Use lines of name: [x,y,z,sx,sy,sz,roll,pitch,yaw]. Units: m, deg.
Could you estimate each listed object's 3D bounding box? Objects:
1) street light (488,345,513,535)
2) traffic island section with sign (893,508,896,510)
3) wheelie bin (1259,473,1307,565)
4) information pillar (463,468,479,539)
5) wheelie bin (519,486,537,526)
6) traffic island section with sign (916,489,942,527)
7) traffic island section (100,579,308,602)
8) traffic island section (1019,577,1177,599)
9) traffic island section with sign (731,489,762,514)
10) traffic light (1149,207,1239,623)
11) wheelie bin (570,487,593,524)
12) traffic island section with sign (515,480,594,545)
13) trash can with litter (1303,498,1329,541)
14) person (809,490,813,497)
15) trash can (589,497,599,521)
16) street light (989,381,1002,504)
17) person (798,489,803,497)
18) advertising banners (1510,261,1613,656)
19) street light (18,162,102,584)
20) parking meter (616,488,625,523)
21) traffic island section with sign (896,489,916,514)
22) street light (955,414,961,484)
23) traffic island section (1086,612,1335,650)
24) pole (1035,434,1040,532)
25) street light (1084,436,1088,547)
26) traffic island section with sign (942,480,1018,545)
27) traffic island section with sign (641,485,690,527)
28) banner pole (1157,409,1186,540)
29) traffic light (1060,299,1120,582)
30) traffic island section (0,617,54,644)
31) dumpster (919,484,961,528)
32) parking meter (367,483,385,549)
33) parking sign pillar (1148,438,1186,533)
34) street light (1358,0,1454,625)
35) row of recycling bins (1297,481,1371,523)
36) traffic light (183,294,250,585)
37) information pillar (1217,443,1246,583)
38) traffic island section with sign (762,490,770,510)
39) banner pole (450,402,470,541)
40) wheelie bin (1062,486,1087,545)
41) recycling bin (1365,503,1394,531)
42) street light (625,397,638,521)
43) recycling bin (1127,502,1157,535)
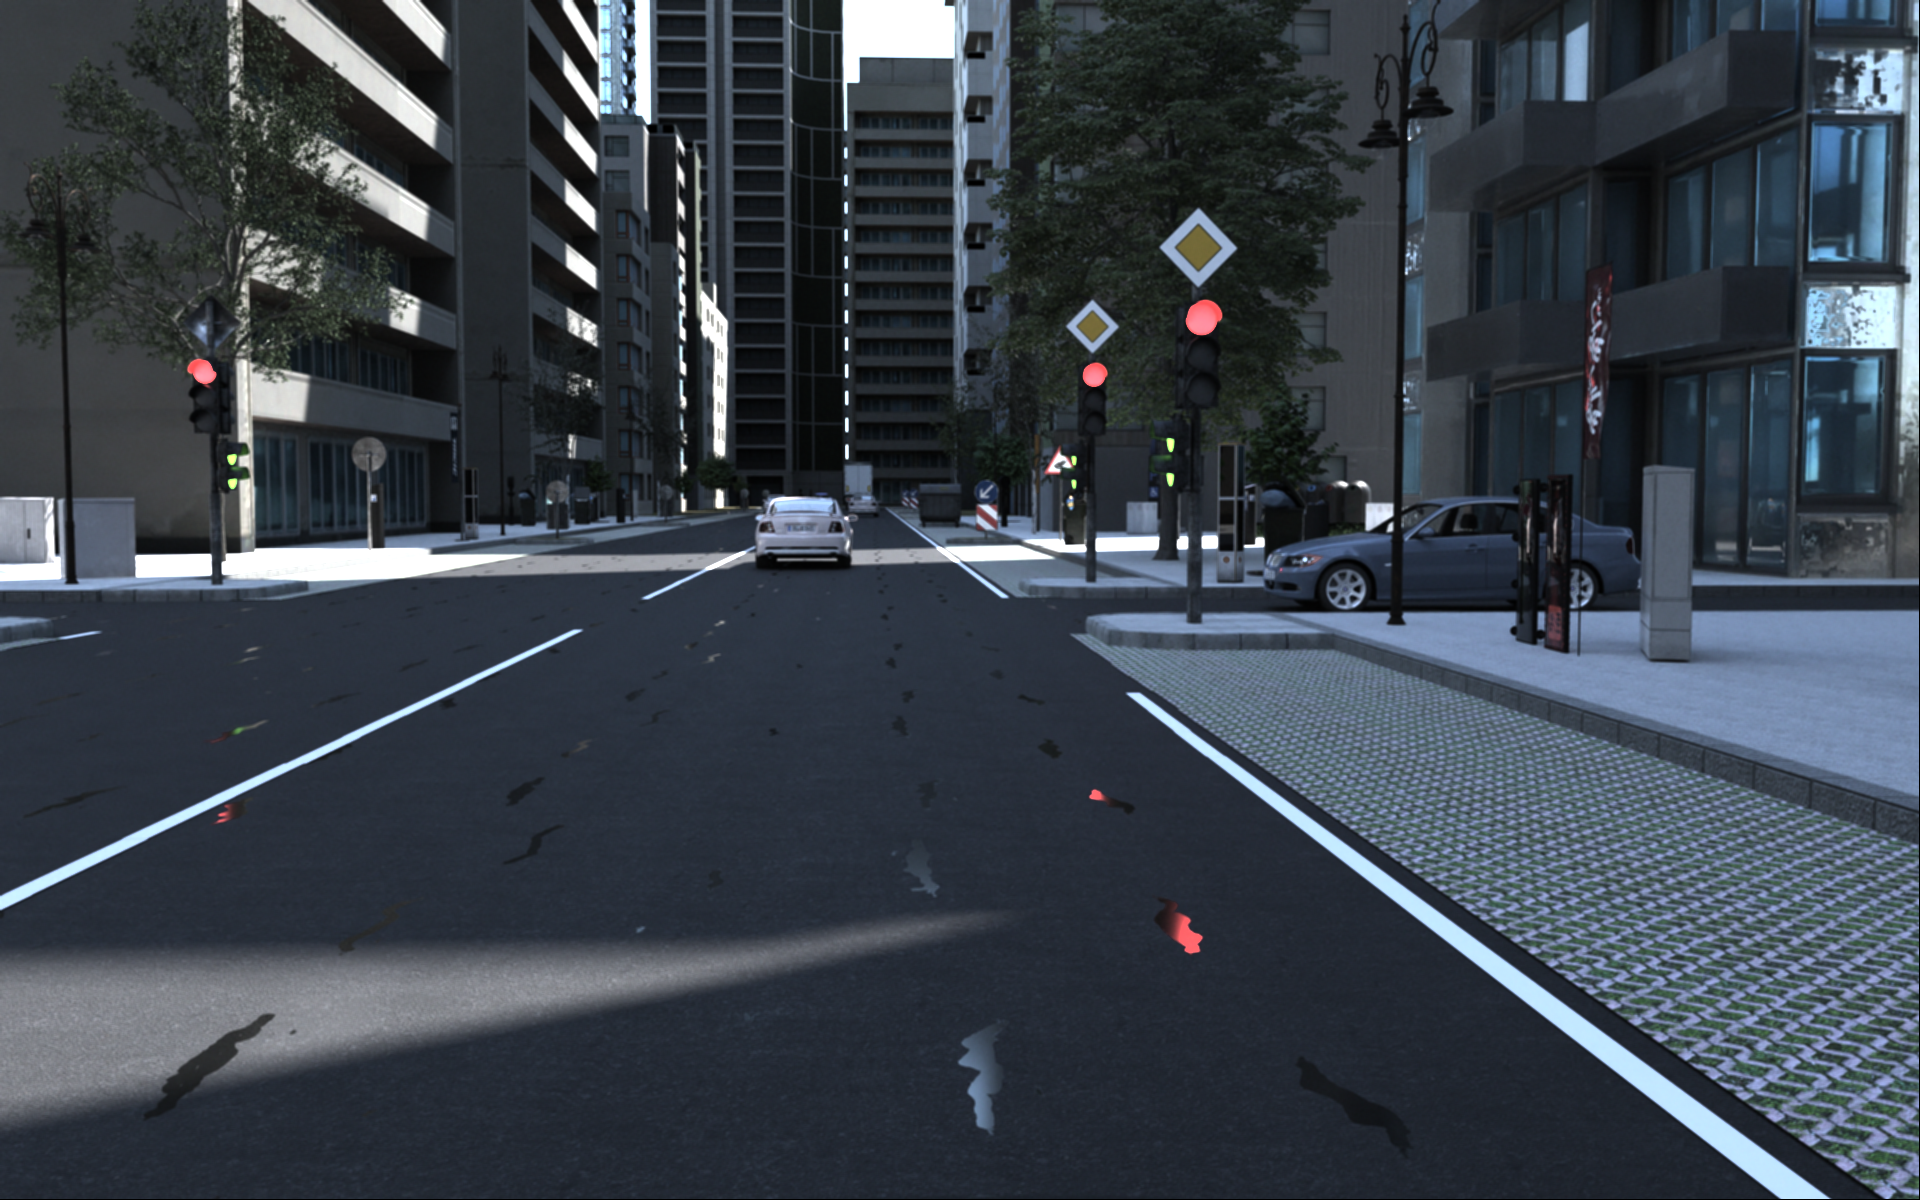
street light: [-14.223,-4.949,53.709,0.468,5.910,1.993,0,4,-3]
traffic island section with sign: [-4.955,-8.885,153.898,1.989,1.847,2.006,0,4,-3]
wheelie bin: [4.823,-1.099,25.873,0.693,1.594,0.980,1,4,13]
information pillar: [-13.836,-2.722,49.001,0.304,2.012,0.304,0,4,7]
wheelie bin: [-17.352,-3.769,69.534,0.693,1.594,0.980,-1,4,-12]
traffic island section with sign: [-0.829,-4.170,76.815,1.989,1.847,2.006,0,4,-3]
traffic island section: [-10.547,-0.139,24.550,2.009,0.180,2.903,0,4,-3]
traffic island section: [1.927,-0.179,25.210,2.009,0.180,2.903,0,4,-3]
traffic island section with sign: [-15.649,-7.190,126.182,1.989,1.847,2.006,0,4,-3]
traffic light: [2.313,-1.725,17.120,0.839,4.253,0.868,0,4,-3]
wheelie bin: [-16.007,-3.997,73.267,0.980,1.594,0.693,-1,4,-10]
traffic island section with sign: [-11.560,-2.507,49.612,1.989,1.847,2.006,0,4,-3]
trash can with litter: [7.346,-1.392,33.813,2.233,1.210,1.678,0,4,2]
person: [-12.596,-8.450,146.676,0.705,1.821,1.348,0,4,7]
trash can: [-17.549,-4.327,82.398,0.748,1.137,0.748,0,3,0]
street light: [1.449,-6.008,71.023,0.468,5.910,1.993,0,4,-3]
person: [-14.103,-8.861,153.003,0.705,1.869,1.348,1,4,18]
advertising banners: [4.889,-1.097,14.125,0.090,3.025,2.074,0,3,0]
street light: [-12.680,-3.166,24.546,0.468,5.910,1.993,0,4,-3]
parking meter: [-14.986,-4.164,76.499,0.372,1.533,0.369,0,3,0]
traffic island section with sign: [-3.498,-7.230,126.839,1.989,1.847,2.006,0,4,-3]
street light: [-0.103,-7.774,99.890,0.468,5.910,1.993,0,4,-3]
traffic island section: [2.353,0.309,17.236,2.009,0.180,2.903,0,4,-3]
pole: [2.637,-3.996,59.177,0.158,3.312,0.155,0,3,0]
street light: [3.110,-4.225,41.871,0.468,5.910,1.993,0,4,-3]
traffic island section with sign: [0.604,-2.517,49.773,1.989,1.847,2.006,0,4,-3]
traffic island section with sign: [-13.015,-4.166,76.735,1.989,1.847,2.006,0,4,-3]
banner pole: [5.916,-3.583,48.600,0.863,3.779,0.401,1,4,18]
traffic light: [1.886,-2.212,25.094,0.839,4.253,0.868,0,4,-3]
traffic island section: [-10.121,0.349,16.576,2.009,0.180,2.903,0,4,-3]
dumpster: [-0.851,-4.012,73.805,1.865,1.857,1.264,0,4,-2]
parking meter: [-13.668,-1.964,40.515,0.372,1.533,0.369,0,3,0]
parking sign pillar: [6.740,-4.201,57.158,1.447,3.967,1.447,3,4,38]
street light: [4.291,-2.696,16.861,0.468,5.910,1.993,0,4,-3]
row of recycling bins: [11.786,-2.963,55.564,1.069,1.692,3.534,-2,4,-32]
traffic light: [-10.507,-2.171,24.417,0.839,4.253,0.868,0,4,-3]
information pillar: [3.917,-1.256,25.030,0.304,2.012,0.304,2,4,33]
traffic island section with sign: [-17.100,-8.841,153.171,1.989,1.847,2.006,0,4,-3]
banner pole: [-13.625,-3.482,46.951,0.401,3.779,0.863,0,4,8]
wheelie bin: [2.922,-2.194,43.781,0.693,1.594,0.980,0,4,3]
recycling bin: [11.835,-2.193,48.411,0.722,1.027,0.722,-2,4,-34]
street light: [-15.671,-6.714,82.567,0.468,5.910,1.993,0,4,-3]
recycling bin: [5.768,-2.588,54.865,0.722,1.027,0.722,3,5,44]
